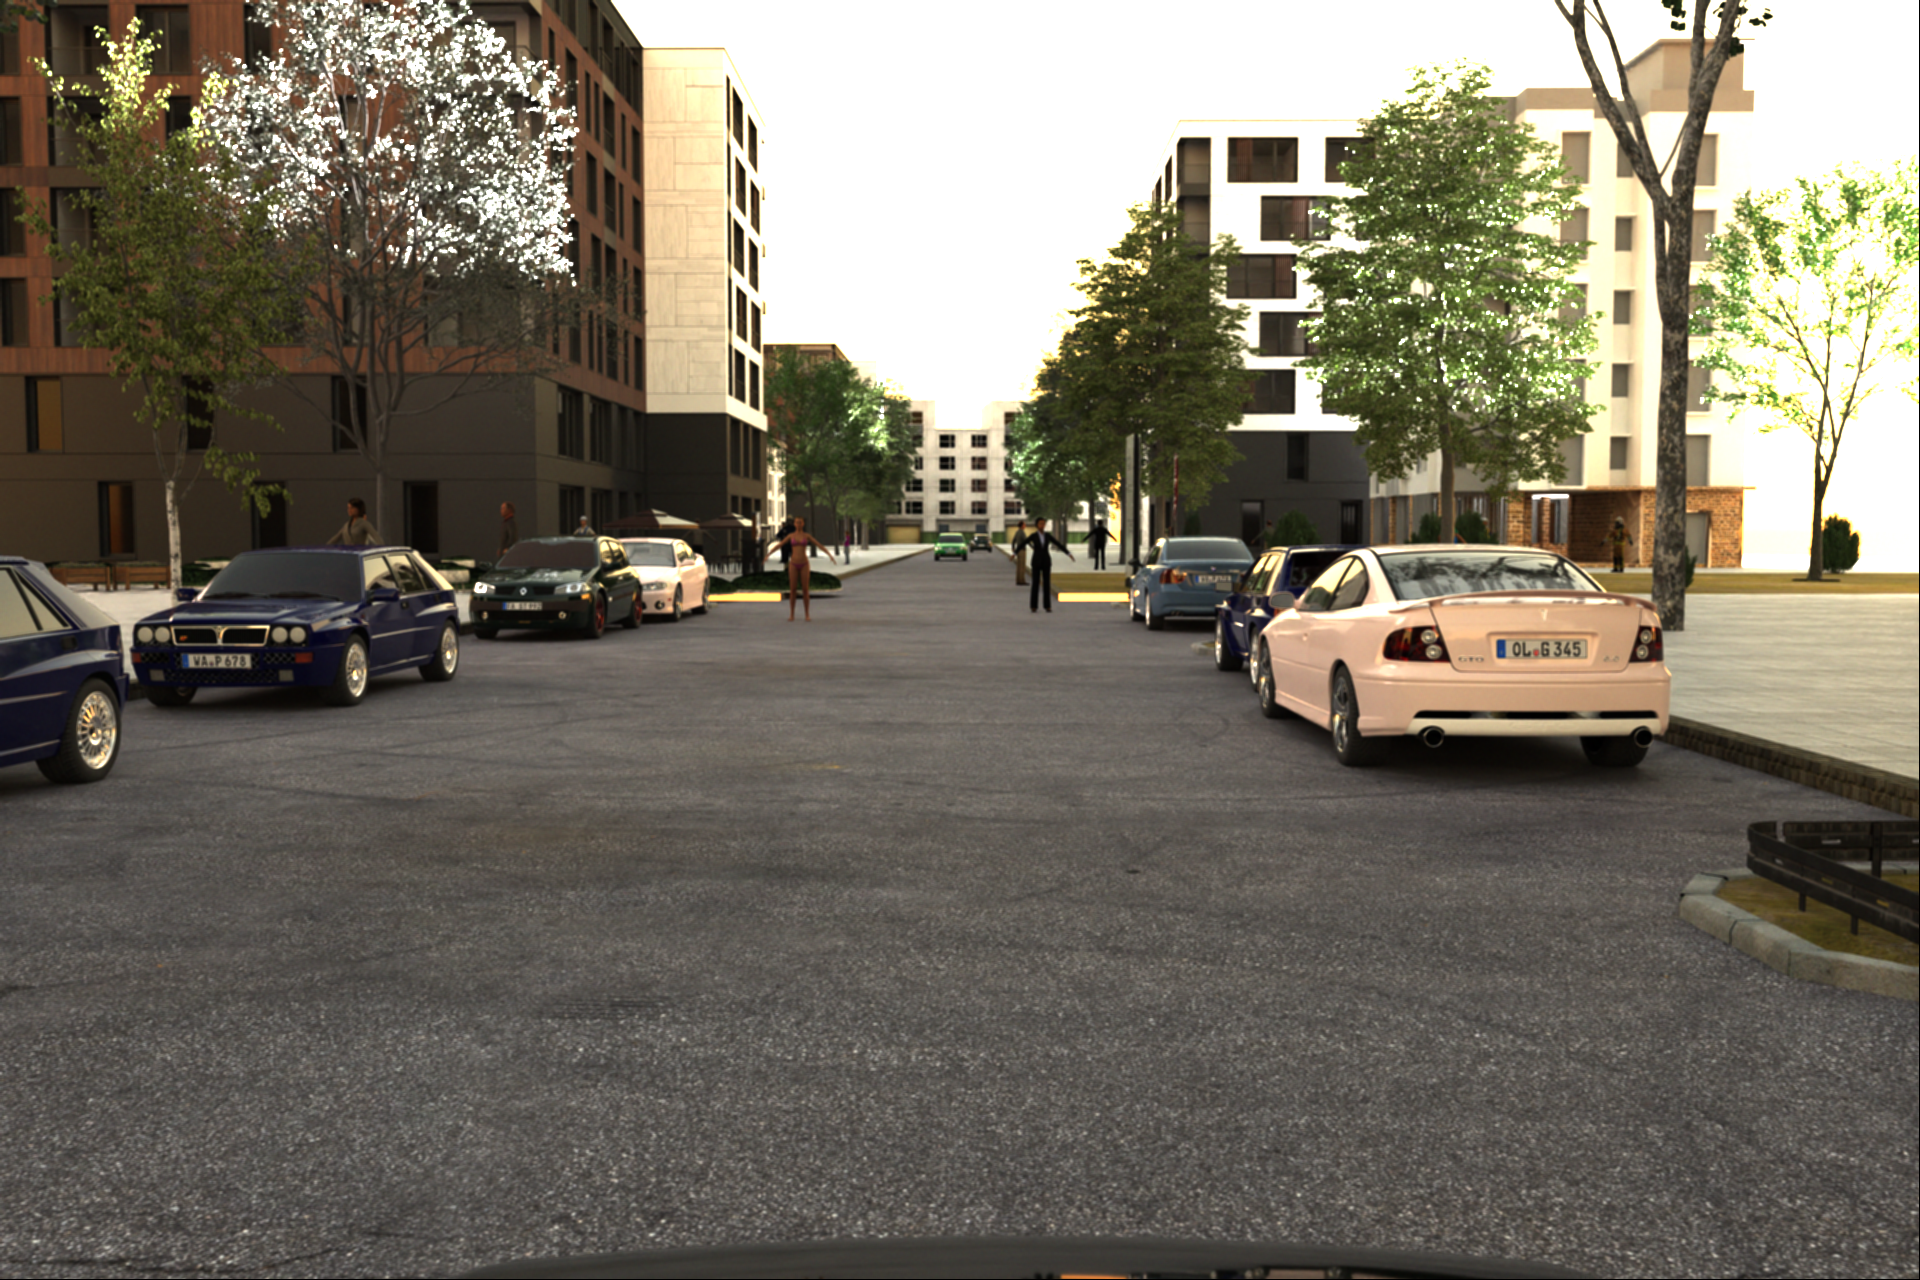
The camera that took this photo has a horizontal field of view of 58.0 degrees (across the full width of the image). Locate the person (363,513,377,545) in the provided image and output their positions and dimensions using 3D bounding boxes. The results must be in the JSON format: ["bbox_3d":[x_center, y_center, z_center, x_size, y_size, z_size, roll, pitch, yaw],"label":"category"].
[{"bbox_3d":[-14.298,-2.159,41.482,0.705,1.806,1.347,0,4,6],"label":"person"}]

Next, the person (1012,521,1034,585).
[{"bbox_3d":[1.746,-2.437,48.573,0.705,1.796,1.348,-2,4,-26],"label":"person"}]

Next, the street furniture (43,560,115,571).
[{"bbox_3d":[-28.226,-2.044,49.042,5.734,0.657,10.072,3,4,37],"label":"street furniture"}]

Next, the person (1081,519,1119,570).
[{"bbox_3d":[5.027,-3.427,62.213,1.347,1.806,0.705,0,4,1],"label":"person"}]

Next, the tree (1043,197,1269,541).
[{"bbox_3d":[6.752,-8.645,59.469,7.486,12.596,7.792,0,3,0],"label":"tree"}]

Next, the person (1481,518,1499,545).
[{"bbox_3d":[17.674,-3.205,58.364,1.349,1.833,0.705,-3,4,-38],"label":"person"}]

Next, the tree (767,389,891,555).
[{"bbox_3d":[-7.614,-10.377,104.069,7.601,10.594,8.767,3,5,42],"label":"tree"}]

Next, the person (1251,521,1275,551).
[{"bbox_3d":[11.890,-3.697,66.715,1.348,1.796,0.705,-1,4,-12],"label":"person"}]

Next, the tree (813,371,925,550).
[{"bbox_3d":[-7.593,-14.065,136.618,9.857,13.997,8.962,0,3,0],"label":"tree"}]

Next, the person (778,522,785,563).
[{"bbox_3d":[-7.851,-4.354,77.129,1.347,1.837,0.705,3,4,37],"label":"person"}]

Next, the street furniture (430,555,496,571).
[{"bbox_3d":[-13.041,-1.967,47.792,5.734,0.657,10.072,0,4,3],"label":"street furniture"}]

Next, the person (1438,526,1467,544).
[{"bbox_3d":[12.157,-2.248,42.888,0.704,1.817,1.347,-1,4,-15],"label":"person"}]

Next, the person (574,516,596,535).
[{"bbox_3d":[-11.884,-2.985,54.668,1.347,1.847,0.705,1,4,21],"label":"person"}]

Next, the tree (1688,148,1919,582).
[{"bbox_3d":[23.508,-7.407,46.863,9.928,11.665,9.643,0,3,0],"label":"tree"}]

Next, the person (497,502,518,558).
[{"bbox_3d":[-7.432,-1.362,28.444,0.705,1.807,1.348,-1,4,-19],"label":"person"}]

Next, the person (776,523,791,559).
[{"bbox_3d":[-7.435,-4.242,75.501,1.345,1.843,0.704,1,4,18],"label":"person"}]

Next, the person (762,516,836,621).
[{"bbox_3d":[-2.651,-1.180,28.555,1.217,1.733,0.721,0,4,-3],"label":"person"}]

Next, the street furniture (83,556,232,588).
[{"bbox_3d":[-19.228,-1.858,45.997,5.734,0.657,10.072,0,4,0],"label":"street furniture"}]

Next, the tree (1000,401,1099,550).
[{"bbox_3d":[7.850,-14.509,143.883,9.857,13.997,8.962,0,3,0],"label":"tree"}]

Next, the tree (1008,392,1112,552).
[{"bbox_3d":[7.349,-12.070,123.107,9.928,11.665,9.643,0,3,0],"label":"tree"}]

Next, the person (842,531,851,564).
[{"bbox_3d":[-4.862,-3.937,73.635,0.599,1.433,0.991,1,4,14],"label":"person"}]

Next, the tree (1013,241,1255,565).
[{"bbox_3d":[6.956,-9.887,72.018,12.009,13.543,11.850,0,3,0],"label":"tree"}]

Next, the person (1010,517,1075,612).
[{"bbox_3d":[1.502,-1.379,31.728,1.216,1.740,0.721,-1,4,-9],"label":"person"}]

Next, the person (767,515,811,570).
[{"bbox_3d":[-5.107,-2.825,51.972,1.354,1.856,0.705,0,4,6],"label":"person"}]

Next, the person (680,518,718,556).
[{"bbox_3d":[-8.939,-3.233,58.991,1.348,1.813,0.705,-1,4,-13],"label":"person"}]

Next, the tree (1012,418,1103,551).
[{"bbox_3d":[7.644,-12.647,132.529,9.928,11.665,9.643,0,3,0],"label":"tree"}]

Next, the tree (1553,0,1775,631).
[{"bbox_3d":[8.709,-10.268,23.774,12.611,20.169,13.585,0,3,0],"label":"tree"}]

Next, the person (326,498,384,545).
[{"bbox_3d":[-7.731,-0.933,22.012,1.215,1.744,0.721,2,4,27],"label":"person"}]

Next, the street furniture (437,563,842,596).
[{"bbox_3d":[-7.880,-1.416,38.775,10.072,0.657,5.734,1,4,9],"label":"street furniture"}]

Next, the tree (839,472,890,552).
[{"bbox_3d":[-7.347,-10.599,123.653,4.737,8.622,4.395,0,3,0],"label":"tree"}]

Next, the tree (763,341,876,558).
[{"bbox_3d":[-8.168,-10.319,94.475,9.928,11.665,9.643,0,3,0],"label":"tree"}]

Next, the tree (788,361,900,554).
[{"bbox_3d":[-7.689,-12.007,114.439,7.486,12.596,7.792,0,3,0],"label":"tree"}]

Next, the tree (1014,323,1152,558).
[{"bbox_3d":[6.610,-10.615,91.688,7.486,12.596,7.792,0,3,0],"label":"tree"}]

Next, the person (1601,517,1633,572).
[{"bbox_3d":[22.023,-3.191,57.948,0.705,1.858,1.354,-2,4,-24],"label":"person"}]
